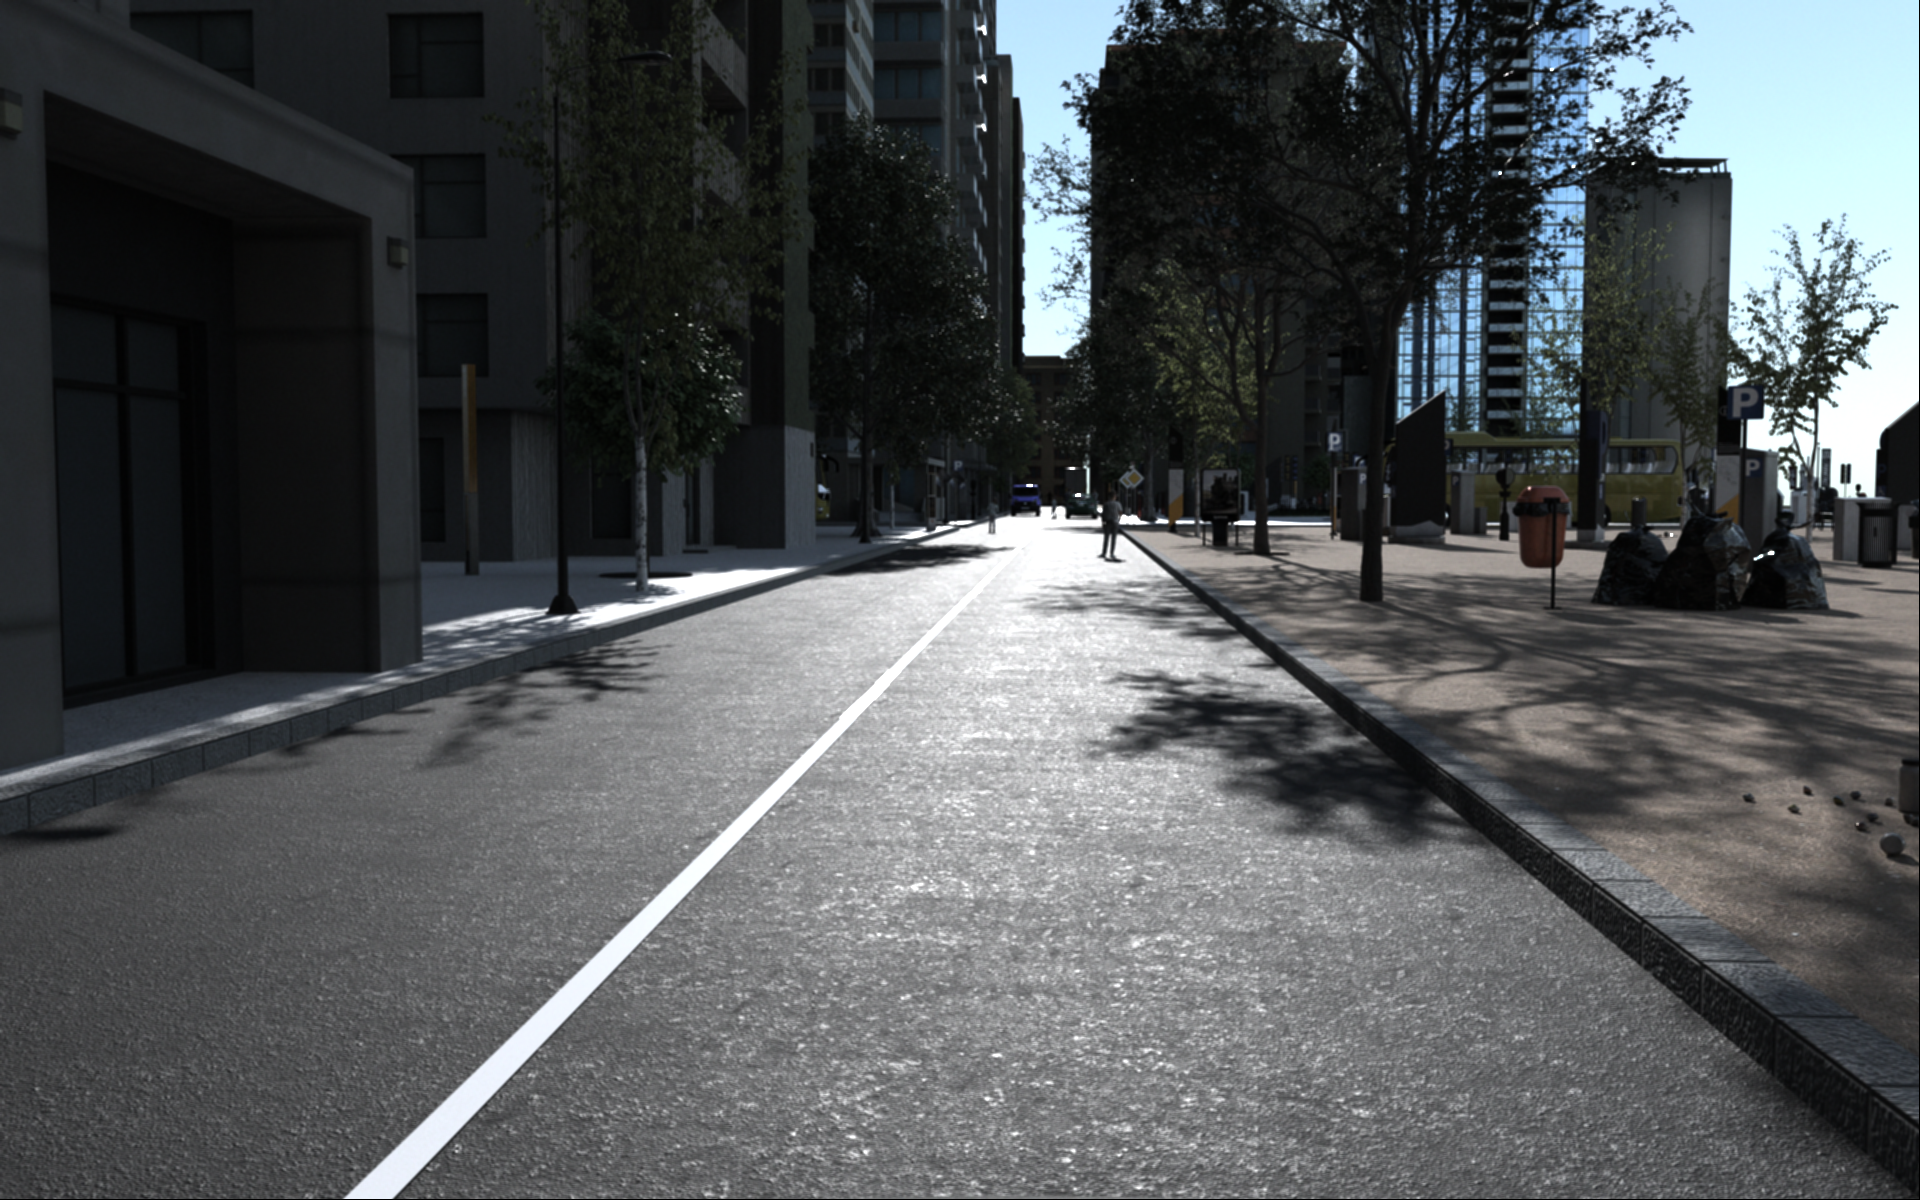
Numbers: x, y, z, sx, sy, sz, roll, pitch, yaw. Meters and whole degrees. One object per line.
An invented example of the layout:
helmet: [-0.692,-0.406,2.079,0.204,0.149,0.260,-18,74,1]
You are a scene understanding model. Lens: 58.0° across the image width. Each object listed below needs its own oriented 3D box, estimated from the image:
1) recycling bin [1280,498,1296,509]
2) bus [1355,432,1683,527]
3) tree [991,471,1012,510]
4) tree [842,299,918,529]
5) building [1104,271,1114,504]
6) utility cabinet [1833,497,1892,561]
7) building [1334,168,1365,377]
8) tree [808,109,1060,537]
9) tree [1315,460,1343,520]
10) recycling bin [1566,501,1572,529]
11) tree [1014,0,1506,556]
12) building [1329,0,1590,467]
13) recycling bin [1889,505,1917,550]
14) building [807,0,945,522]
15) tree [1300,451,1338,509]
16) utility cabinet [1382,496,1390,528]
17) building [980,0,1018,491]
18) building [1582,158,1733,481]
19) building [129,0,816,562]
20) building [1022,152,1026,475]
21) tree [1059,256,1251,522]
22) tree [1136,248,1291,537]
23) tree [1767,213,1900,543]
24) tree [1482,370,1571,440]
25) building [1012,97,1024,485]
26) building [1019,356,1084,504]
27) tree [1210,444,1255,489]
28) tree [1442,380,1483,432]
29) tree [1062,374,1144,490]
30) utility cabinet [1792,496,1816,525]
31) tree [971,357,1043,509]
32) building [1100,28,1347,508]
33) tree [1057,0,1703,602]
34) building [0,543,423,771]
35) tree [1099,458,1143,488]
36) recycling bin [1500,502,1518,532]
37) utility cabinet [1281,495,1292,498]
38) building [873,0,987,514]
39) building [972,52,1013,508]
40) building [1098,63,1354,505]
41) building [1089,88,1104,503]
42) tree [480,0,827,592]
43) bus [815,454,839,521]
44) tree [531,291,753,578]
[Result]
recycling bin: [20.608,-5.888,108.821,0.722,1.027,0.722,-3,5,-44]
bus: [22.166,-4.738,69.016,12.252,3.916,2.896,0,4,4]
tree: [3.354,-8.807,138.598,1.663,3.219,1.824,0,3,0]
tree: [-2.735,-6.947,63.940,4.737,8.622,4.395,0,3,0]
building: [22.875,-25.600,190.265,14.160,30.474,14.107,0,4,4]
utility cabinet: [17.405,-1.361,33.414,1.020,1.237,0.306,-1,4,-9]
building: [58.329,-37.694,240.003,21.600,48.544,21.300,0,4,4]
tree: [-2.710,-8.251,51.919,9.611,12.733,9.660,0,3,0]
tree: [18.666,-5.588,85.959,1.663,3.219,1.824,0,3,0]
recycling bin: [21.746,-3.086,63.008,0.722,1.027,0.722,-1,4,-10]
tree: [6.233,-7.696,36.193,12.009,13.543,11.850,0,3,0]
building: [61.985,-54.864,209.701,31.000,86.520,22.319,0,4,4]
recycling bin: [21.718,-1.669,39.835,0.722,1.027,0.722,3,5,41]
building: [-17.215,-24.136,86.501,32.217,40.220,23.993,0,4,4]
tree: [26.799,-8.783,127.315,4.285,4.588,4.351,0,3,0]
utility cabinet: [15.263,-3.053,61.074,1.020,1.237,0.306,-3,4,-39]
building: [-4.579,-44.966,173.449,20.563,71.187,20.611,0,4,4]
building: [84.816,-32.370,212.851,14.086,41.232,14.154,0,4,4]
building: [-11.230,-16.288,38.008,14.160,30.474,14.107,0,4,4]
building: [-7.276,-36.325,213.526,30.456,49.044,23.786,0,4,4]
tree: [8.791,-10.003,80.550,9.611,12.733,9.660,0,3,0]
tree: [7.278,-6.172,51.270,4.360,8.622,3.978,0,3,0]
tree: [22.117,-5.812,45.387,4.737,8.622,4.395,0,3,0]
tree: [33.444,-9.176,100.389,4.737,8.622,4.395,0,3,0]
building: [-0.128,-33.174,192.499,14.600,45.320,14.200,0,4,4]
building: [3.138,-24.621,247.590,28.899,21.520,27.650,0,4,4]
tree: [17.830,-7.871,112.406,4.285,4.588,4.351,0,3,0]
tree: [32.359,-9.925,112.633,4.737,8.622,4.395,0,3,0]
tree: [12.111,-13.028,138.767,9.928,11.665,9.643,0,3,0]
utility cabinet: [35.489,-3.774,72.870,1.020,1.237,0.306,-1,4,-23]
tree: [3.469,-13.810,143.917,7.486,12.596,7.792,0,3,0]
building: [24.832,-31.400,168.008,22.147,44.769,28.867,0,4,4]
tree: [4.717,-5.247,20.196,8.767,10.594,7.601,2,4,35]
building: [-14.577,-34.798,7.207,20.563,71.187,20.611,0,4,4]
tree: [10.982,-7.991,114.373,4.285,4.588,4.351,0,3,0]
recycling bin: [18.718,-2.816,58.595,0.722,1.027,0.722,0,4,2]
utility cabinet: [24.505,-7.310,130.680,1.020,1.237,0.306,0,4,6]
building: [-9.642,-30.664,120.971,23.786,49.044,30.456,0,4,4]
building: [-2.508,-28.947,156.876,14.154,41.232,14.086,0,4,4]
building: [31.060,-37.958,209.858,28.713,52.752,27.495,0,4,4]
building: [32.422,-42.817,242.060,28.212,58.520,21.231,0,4,4]
tree: [-3.965,-4.421,22.652,4.737,8.622,4.395,0,3,0]
bus: [-11.289,-4.901,71.672,12.252,3.916,2.896,0,4,5]
tree: [-4.947,-2.650,27.042,4.285,4.588,4.351,0,3,0]
